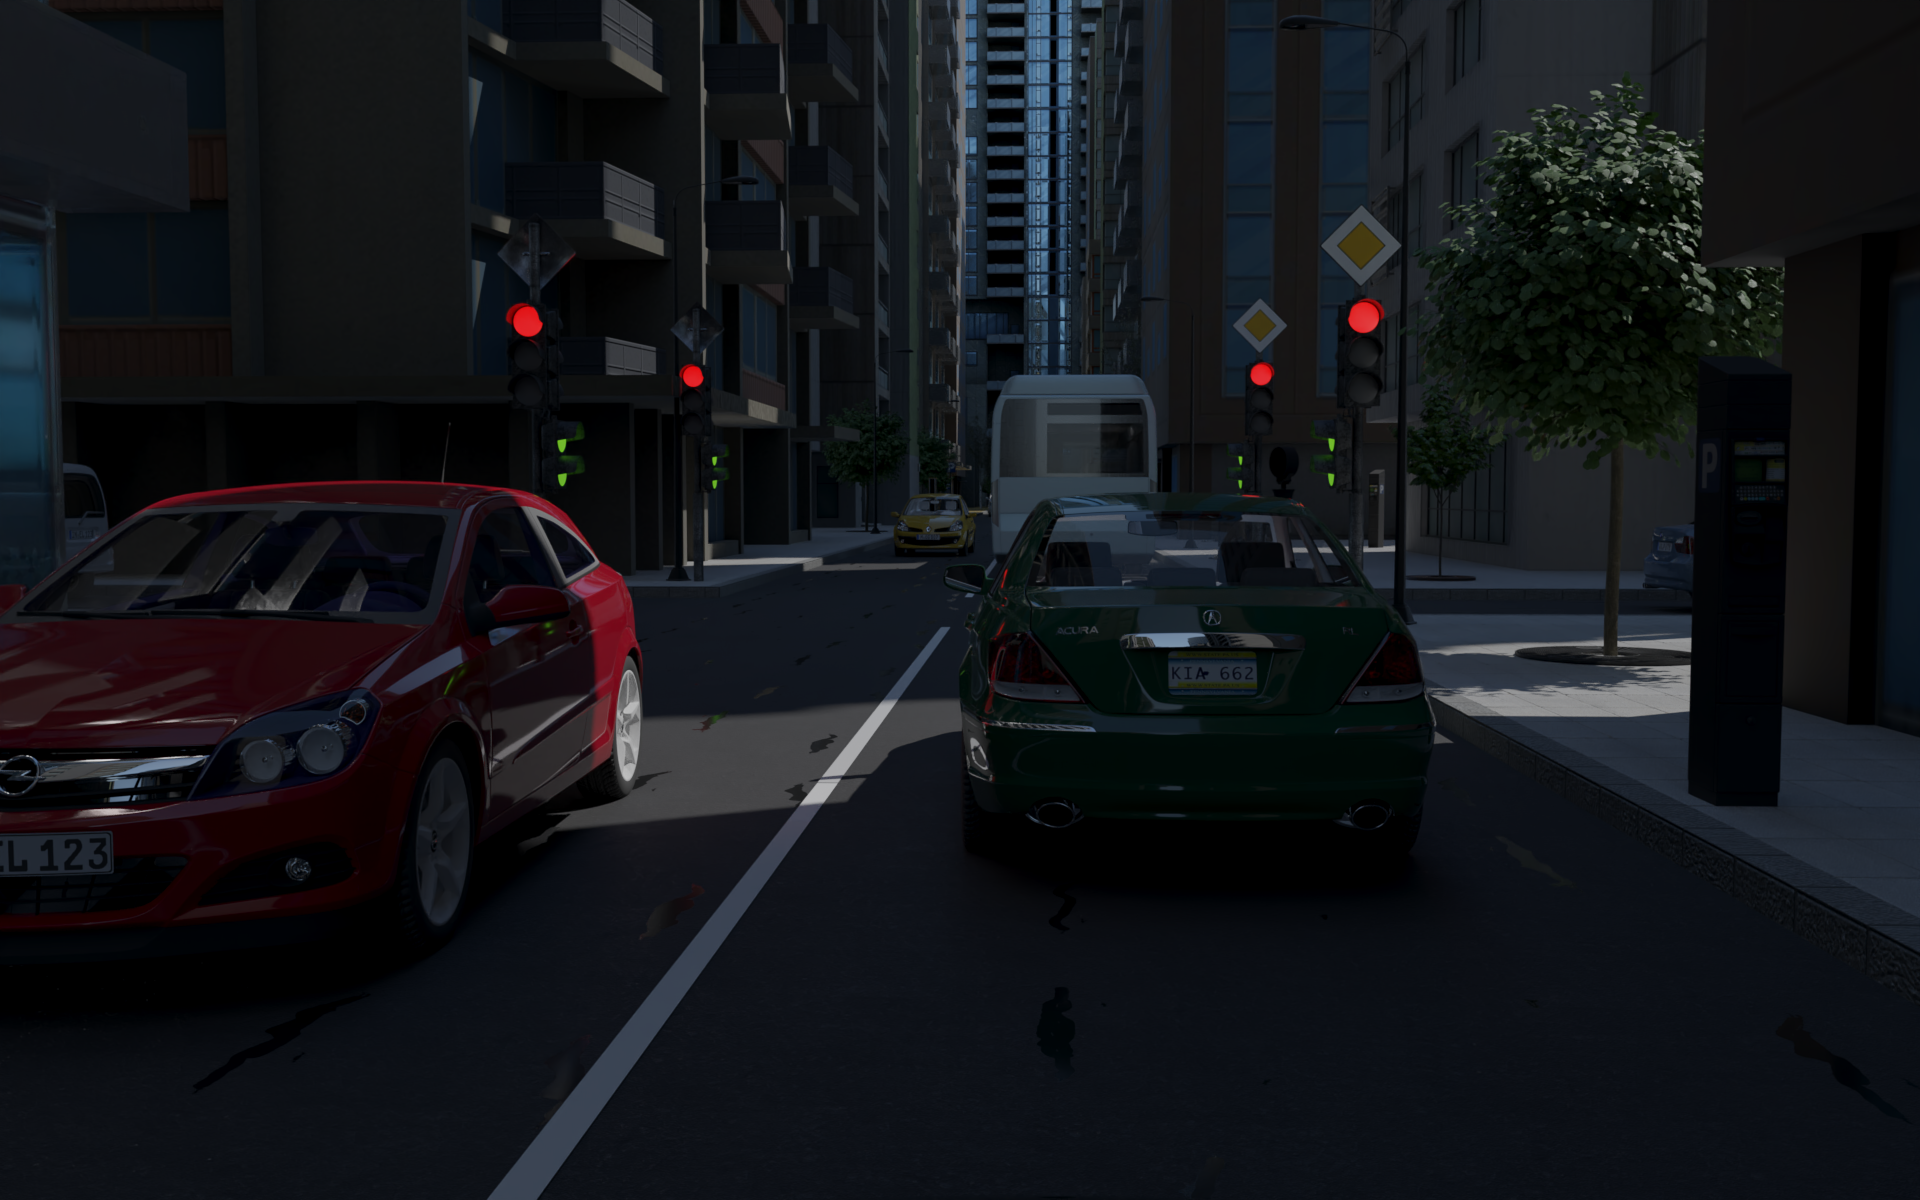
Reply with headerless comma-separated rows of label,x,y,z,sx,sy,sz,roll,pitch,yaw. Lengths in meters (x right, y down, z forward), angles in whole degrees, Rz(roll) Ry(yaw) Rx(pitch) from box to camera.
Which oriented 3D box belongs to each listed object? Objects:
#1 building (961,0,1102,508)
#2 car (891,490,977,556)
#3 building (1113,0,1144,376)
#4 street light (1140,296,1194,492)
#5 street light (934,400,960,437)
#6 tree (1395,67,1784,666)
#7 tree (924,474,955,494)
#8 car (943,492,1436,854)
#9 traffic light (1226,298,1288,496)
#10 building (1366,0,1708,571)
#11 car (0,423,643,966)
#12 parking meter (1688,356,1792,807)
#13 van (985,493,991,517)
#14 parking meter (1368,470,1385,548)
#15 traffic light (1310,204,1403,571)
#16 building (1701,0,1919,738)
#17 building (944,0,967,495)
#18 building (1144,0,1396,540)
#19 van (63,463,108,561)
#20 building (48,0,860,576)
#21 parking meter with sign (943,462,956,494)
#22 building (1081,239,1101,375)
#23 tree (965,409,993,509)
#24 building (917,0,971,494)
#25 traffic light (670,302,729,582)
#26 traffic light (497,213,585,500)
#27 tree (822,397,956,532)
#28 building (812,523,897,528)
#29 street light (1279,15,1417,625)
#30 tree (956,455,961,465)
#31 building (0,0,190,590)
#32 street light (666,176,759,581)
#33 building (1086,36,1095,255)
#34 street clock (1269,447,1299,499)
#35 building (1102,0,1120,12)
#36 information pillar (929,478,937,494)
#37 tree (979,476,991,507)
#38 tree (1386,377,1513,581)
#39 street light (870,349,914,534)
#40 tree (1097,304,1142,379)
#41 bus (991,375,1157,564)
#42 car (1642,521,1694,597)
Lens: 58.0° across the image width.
building,8.262,-53.825,192.715,31.000,86.520,22.319,0,4,3
car,-0.574,-1.889,41.102,2.015,1.641,3.980,0,4,4
building,18.898,-28.377,83.571,23.786,49.044,30.456,0,4,3
street light,4.918,-4.175,40.805,1.470,5.913,1.316,0,4,3
street light,-0.723,-6.902,85.390,1.470,5.913,1.316,0,4,3
tree,5.114,-1.814,13.372,4.285,4.588,4.351,0,3,0
tree,-1.113,-5.839,90.072,1.663,3.219,1.824,0,3,0
car,0.956,0.211,8.346,2.131,1.459,4.920,0,4,2
traffic light,4.278,-2.204,24.951,0.839,4.253,0.868,0,4,3
building,15.643,-21.227,30.648,14.086,41.232,14.154,0,4,3
car,-2.474,0.140,6.758,2.155,1.783,4.494,0,4,1
parking meter,3.235,-0.091,7.195,0.255,1.863,0.399,0,4,2
van,2.636,-6.302,110.044,2.013,2.044,4.112,0,4,2
parking meter,9.950,-2.183,41.402,0.255,1.863,0.399,3,4,37
traffic light,3.878,-1.716,16.976,0.839,4.253,0.868,0,4,3
building,11.184,-21.536,2.228,14.600,45.320,14.200,0,4,3
building,-6.788,-29.890,138.805,14.600,45.320,14.200,0,4,3
building,13.039,-24.682,53.668,14.600,45.320,14.200,0,4,3
van,-13.537,-0.977,22.983,4.112,2.044,2.013,0,4,5
building,-14.124,-23.493,38.742,22.147,44.769,28.867,0,4,3
parking meter with sign,-0.724,-6.101,96.010,0.543,3.016,1.738,-1,4,-15
building,23.281,-17.523,131.533,27.650,21.520,28.899,0,4,3
tree,2.067,-12.286,151.235,4.360,8.622,3.978,0,3,0
building,-11.477,-30.351,115.851,23.786,49.044,30.456,0,4,3
traffic light,-3.823,-2.227,25.340,0.839,4.253,0.868,0,4,3
traffic light,-4.223,-1.740,17.365,0.839,4.253,0.868,0,4,3
tree,-3.214,-4.593,58.817,4.285,4.588,4.351,0,3,0
building,-9.143,-23.515,68.059,14.154,41.232,14.086,0,4,3
street light,3.800,-2.717,16.967,1.470,5.913,1.316,0,4,3
tree,-1.676,-5.978,81.450,4.285,4.588,4.351,0,3,0
building,-20.683,-23.521,4.174,30.456,49.044,23.786,0,4,3
street light,-3.632,-3.237,25.460,1.470,5.913,1.316,0,4,3
building,19.209,-31.628,167.224,14.600,45.320,14.200,0,4,3
street clock,4.940,-1.339,26.460,0.358,2.002,0.471,-2,4,-25
building,15.915,-26.063,109.719,14.154,41.232,14.086,0,4,3
information pillar,-1.227,-4.519,78.385,0.304,2.012,0.304,1,4,11
tree,3.218,-10.950,173.638,1.663,3.219,1.824,0,3,0
tree,7.128,-1.918,25.962,1.663,3.219,1.824,0,3,0
street light,-2.183,-5.078,55.563,1.470,5.913,1.316,0,4,3
tree,7.176,-7.084,66.184,4.360,8.622,3.978,0,3,0
bus,2.150,-2.354,33.350,2.948,3.499,13.247,0,4,3
car,10.747,-0.555,21.072,4.499,1.417,2.014,0,4,4
